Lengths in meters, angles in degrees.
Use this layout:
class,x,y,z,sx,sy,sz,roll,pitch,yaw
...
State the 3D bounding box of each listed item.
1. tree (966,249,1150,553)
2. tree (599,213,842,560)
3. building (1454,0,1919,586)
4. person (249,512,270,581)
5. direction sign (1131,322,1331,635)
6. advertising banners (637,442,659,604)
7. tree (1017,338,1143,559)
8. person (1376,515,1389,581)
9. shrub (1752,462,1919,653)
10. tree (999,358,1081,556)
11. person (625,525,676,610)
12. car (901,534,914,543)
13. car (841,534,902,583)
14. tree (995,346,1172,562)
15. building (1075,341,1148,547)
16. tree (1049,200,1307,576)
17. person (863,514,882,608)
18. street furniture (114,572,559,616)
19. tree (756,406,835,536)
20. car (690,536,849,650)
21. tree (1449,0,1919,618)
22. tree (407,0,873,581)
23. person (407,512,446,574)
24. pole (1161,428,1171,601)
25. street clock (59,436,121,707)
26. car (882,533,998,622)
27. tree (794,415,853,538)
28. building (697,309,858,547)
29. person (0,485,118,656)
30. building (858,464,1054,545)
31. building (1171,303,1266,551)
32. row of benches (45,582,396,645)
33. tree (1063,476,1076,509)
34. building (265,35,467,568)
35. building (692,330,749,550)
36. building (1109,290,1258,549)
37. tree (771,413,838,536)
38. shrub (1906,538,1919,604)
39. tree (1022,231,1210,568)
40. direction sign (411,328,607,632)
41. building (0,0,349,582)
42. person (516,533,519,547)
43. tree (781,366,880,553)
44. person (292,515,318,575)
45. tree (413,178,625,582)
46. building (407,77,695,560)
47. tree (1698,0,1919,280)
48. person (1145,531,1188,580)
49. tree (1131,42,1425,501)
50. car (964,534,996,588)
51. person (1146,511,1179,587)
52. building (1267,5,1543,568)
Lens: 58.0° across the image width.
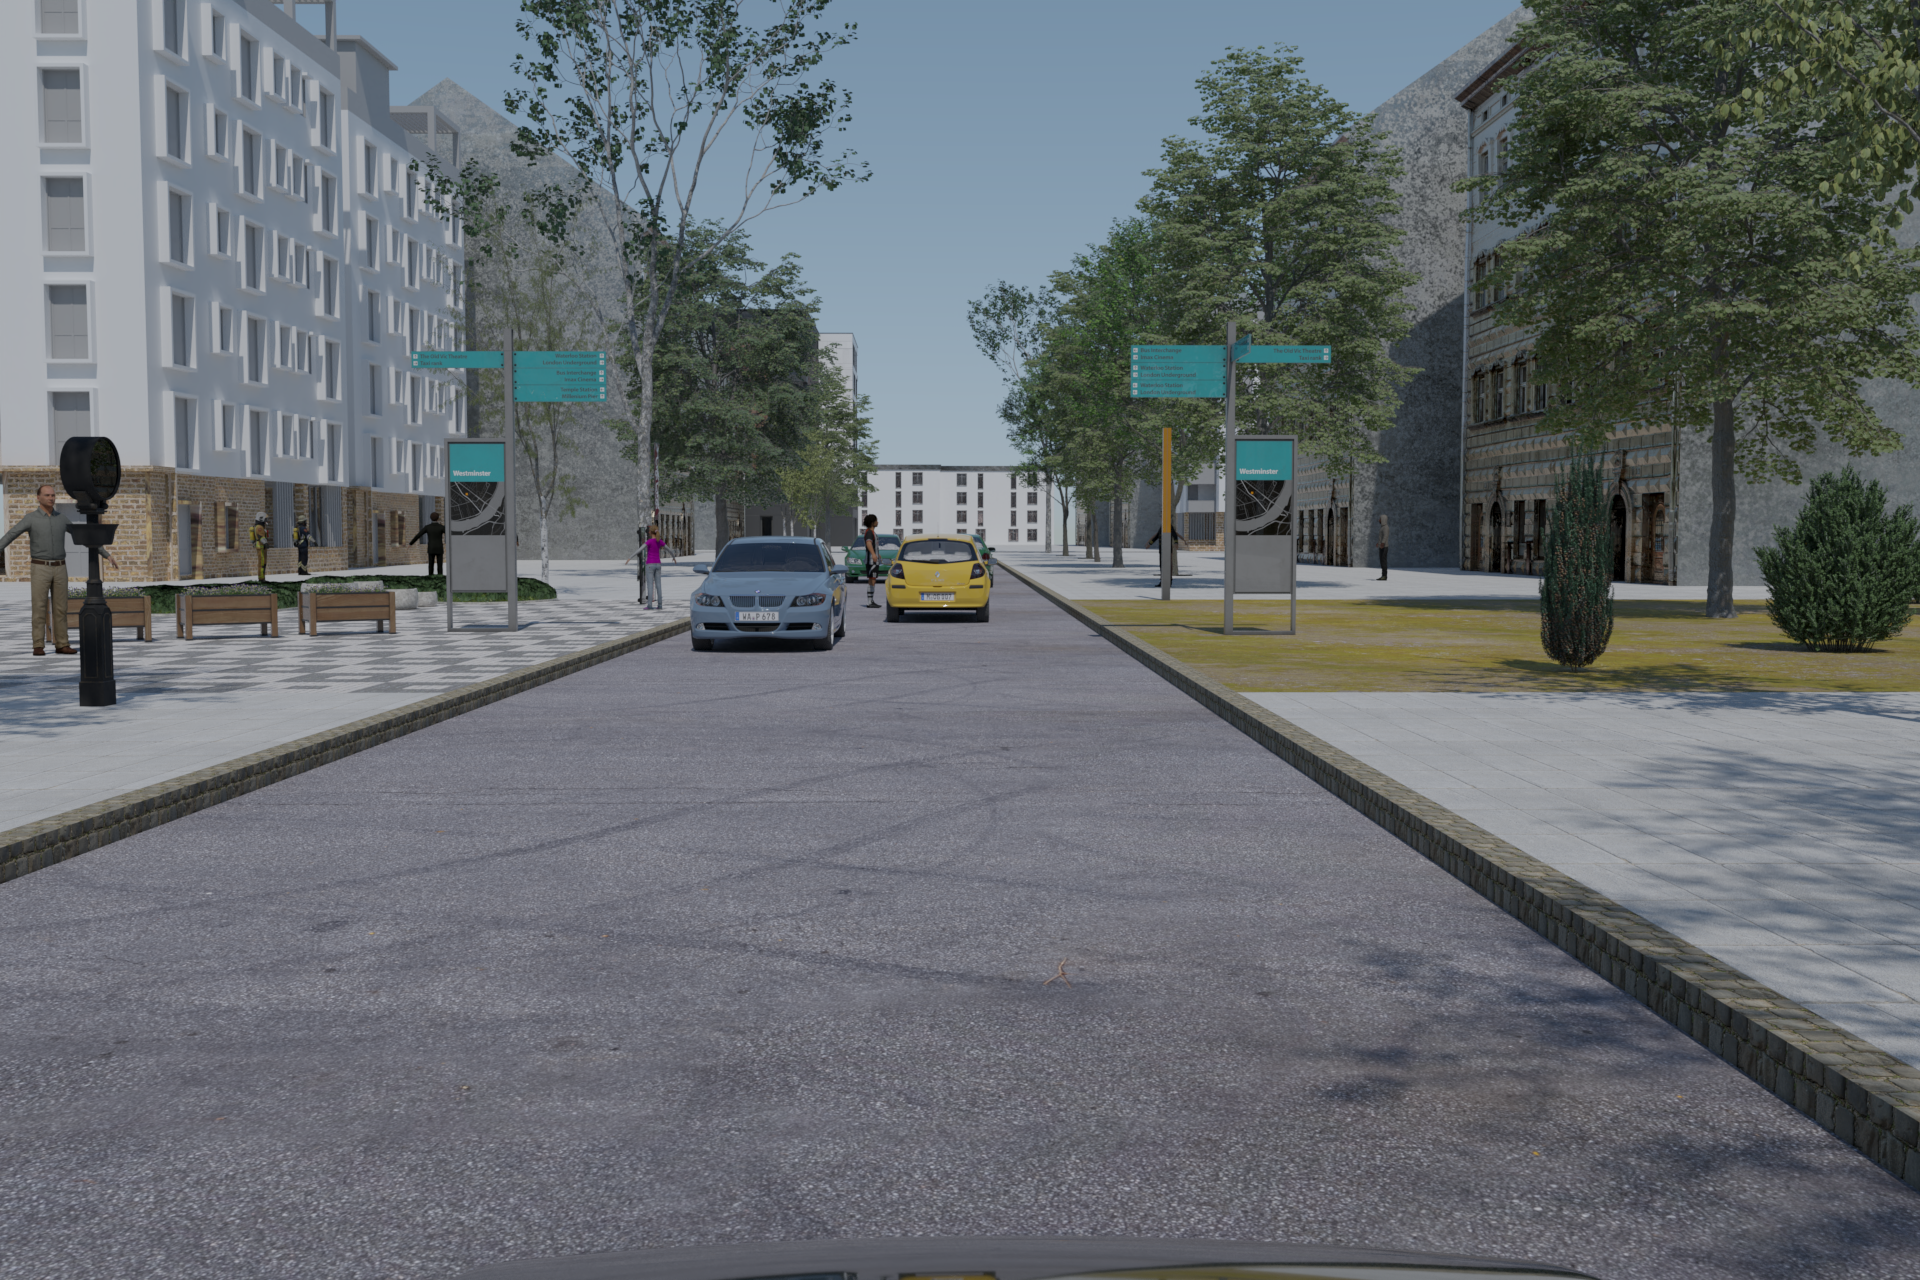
class,x,y,z,sx,sy,sz,roll,pitch,yaw
tree,7.101,-15.818,114.514,12.611,20.169,13.585,0,3,0
tree,-9.458,-9.889,68.339,9.857,13.997,8.962,0,3,0
building,26.753,-13.451,50.855,19.493,23.208,18.063,0,3,0
person,-18.145,-2.405,45.092,0.705,1.858,1.354,-2,4,-24
direction sign,3.425,-1.993,21.356,2.525,3.948,1.411,0,4,-1
advertising banners,-5.804,-2.215,32.403,0.090,3.025,2.074,0,4,1
tree,6.502,-9.972,88.797,9.928,11.665,9.643,0,3,0
person,11.634,-2.543,47.707,0.705,1.813,1.348,1,4,8
shrub,9.633,-0.912,18.951,1.661,2.075,1.752,0,3,0
tree,6.067,-10.672,100.247,9.928,11.665,9.643,0,3,0
person,-5.228,-1.231,29.398,0.991,1.433,0.599,-3,5,-41
car,-1.995,-4.770,89.780,2.131,1.459,4.920,0,3,0
car,-2.465,-2.459,51.999,2.131,1.459,4.920,0,4,-1
tree,6.101,-8.849,79.099,8.767,10.594,7.601,-2,4,-34
building,22.287,-21.664,185.137,19.493,23.208,18.063,0,3,0
tree,6.646,-7.772,52.829,9.928,11.665,9.643,0,3,0
person,-1.679,-1.529,33.603,0.704,1.843,1.345,0,4,1
street furniture,-11.072,-0.980,31.653,5.734,0.657,10.072,1,4,14
tree,-8.728,-8.384,87.448,4.737,8.622,4.395,0,3,0
car,-2.449,-0.666,22.884,2.014,1.417,4.499,0,4,-1
tree,11.300,-6.615,26.286,7.486,12.596,7.792,0,3,0
tree,-8.518,-11.745,47.924,12.611,20.169,13.585,0,3,0
person,-12.492,-2.145,41.262,1.347,1.806,0.705,0,4,-6
pole,3.979,-2.419,33.396,0.158,3.312,0.155,0,3,0
street clock,-6.450,-0.510,12.901,0.358,2.002,0.471,0,4,1
car,-0.355,-1.179,29.506,2.015,1.641,3.980,0,4,0
tree,-9.061,-9.462,105.068,4.360,8.622,3.978,0,3,0
building,-24.759,-20.148,173.388,27.936,21.610,32.646,0,4,-1
person,-9.656,-0.740,18.374,0.705,1.796,1.348,3,5,41
building,-2.514,-16.206,209.565,28.070,9.664,9.099,0,4,-2
building,22.054,-17.492,142.406,16.016,20.090,11.380,0,4,0
row of benches,-9.090,-0.355,21.260,4.104,0.672,1.422,-2,4,-34
tree,17.406,-18.264,208.986,12.009,13.543,11.850,0,3,0
building,-27.704,-12.890,67.164,16.016,20.090,11.380,0,4,-1
building,-28.594,-19.320,146.804,19.493,23.208,18.063,0,4,-1
building,24.100,-20.211,161.386,19.493,23.208,18.063,0,4,0
tree,-9.337,-9.043,98.215,4.737,8.622,4.395,0,3,0
shrub,17.640,-1.269,31.860,1.383,1.207,1.383,0,3,0
tree,6.127,-8.984,65.020,7.486,12.596,7.792,0,3,0
direction sign,-5.866,-2.104,23.167,2.525,3.948,1.411,0,4,0
building,-26.489,-11.695,47.640,16.016,20.090,11.380,0,4,0
person,-13.715,-2.823,52.374,1.346,1.802,0.704,3,5,39
tree,-8.989,-12.136,116.546,7.486,12.596,7.792,0,3,0
person,-20.376,-2.935,53.760,1.354,1.856,0.705,3,5,40
tree,-8.523,-5.242,36.074,4.360,8.622,3.978,0,3,0
building,-24.843,-16.026,92.961,19.493,23.208,18.063,0,4,-1
tree,6.505,-3.702,10.883,4.737,8.622,4.395,0,3,0
person,5.782,-2.549,48.482,1.217,1.733,0.721,0,4,-1
tree,7.358,-7.498,40.715,7.486,12.596,7.792,0,3,0
car,-0.051,-2.197,47.713,2.131,1.459,4.920,0,4,-2
person,4.935,-2.196,41.836,0.705,1.837,1.347,-2,4,-26
building,24.160,-14.886,74.312,19.493,23.208,18.063,0,4,0
